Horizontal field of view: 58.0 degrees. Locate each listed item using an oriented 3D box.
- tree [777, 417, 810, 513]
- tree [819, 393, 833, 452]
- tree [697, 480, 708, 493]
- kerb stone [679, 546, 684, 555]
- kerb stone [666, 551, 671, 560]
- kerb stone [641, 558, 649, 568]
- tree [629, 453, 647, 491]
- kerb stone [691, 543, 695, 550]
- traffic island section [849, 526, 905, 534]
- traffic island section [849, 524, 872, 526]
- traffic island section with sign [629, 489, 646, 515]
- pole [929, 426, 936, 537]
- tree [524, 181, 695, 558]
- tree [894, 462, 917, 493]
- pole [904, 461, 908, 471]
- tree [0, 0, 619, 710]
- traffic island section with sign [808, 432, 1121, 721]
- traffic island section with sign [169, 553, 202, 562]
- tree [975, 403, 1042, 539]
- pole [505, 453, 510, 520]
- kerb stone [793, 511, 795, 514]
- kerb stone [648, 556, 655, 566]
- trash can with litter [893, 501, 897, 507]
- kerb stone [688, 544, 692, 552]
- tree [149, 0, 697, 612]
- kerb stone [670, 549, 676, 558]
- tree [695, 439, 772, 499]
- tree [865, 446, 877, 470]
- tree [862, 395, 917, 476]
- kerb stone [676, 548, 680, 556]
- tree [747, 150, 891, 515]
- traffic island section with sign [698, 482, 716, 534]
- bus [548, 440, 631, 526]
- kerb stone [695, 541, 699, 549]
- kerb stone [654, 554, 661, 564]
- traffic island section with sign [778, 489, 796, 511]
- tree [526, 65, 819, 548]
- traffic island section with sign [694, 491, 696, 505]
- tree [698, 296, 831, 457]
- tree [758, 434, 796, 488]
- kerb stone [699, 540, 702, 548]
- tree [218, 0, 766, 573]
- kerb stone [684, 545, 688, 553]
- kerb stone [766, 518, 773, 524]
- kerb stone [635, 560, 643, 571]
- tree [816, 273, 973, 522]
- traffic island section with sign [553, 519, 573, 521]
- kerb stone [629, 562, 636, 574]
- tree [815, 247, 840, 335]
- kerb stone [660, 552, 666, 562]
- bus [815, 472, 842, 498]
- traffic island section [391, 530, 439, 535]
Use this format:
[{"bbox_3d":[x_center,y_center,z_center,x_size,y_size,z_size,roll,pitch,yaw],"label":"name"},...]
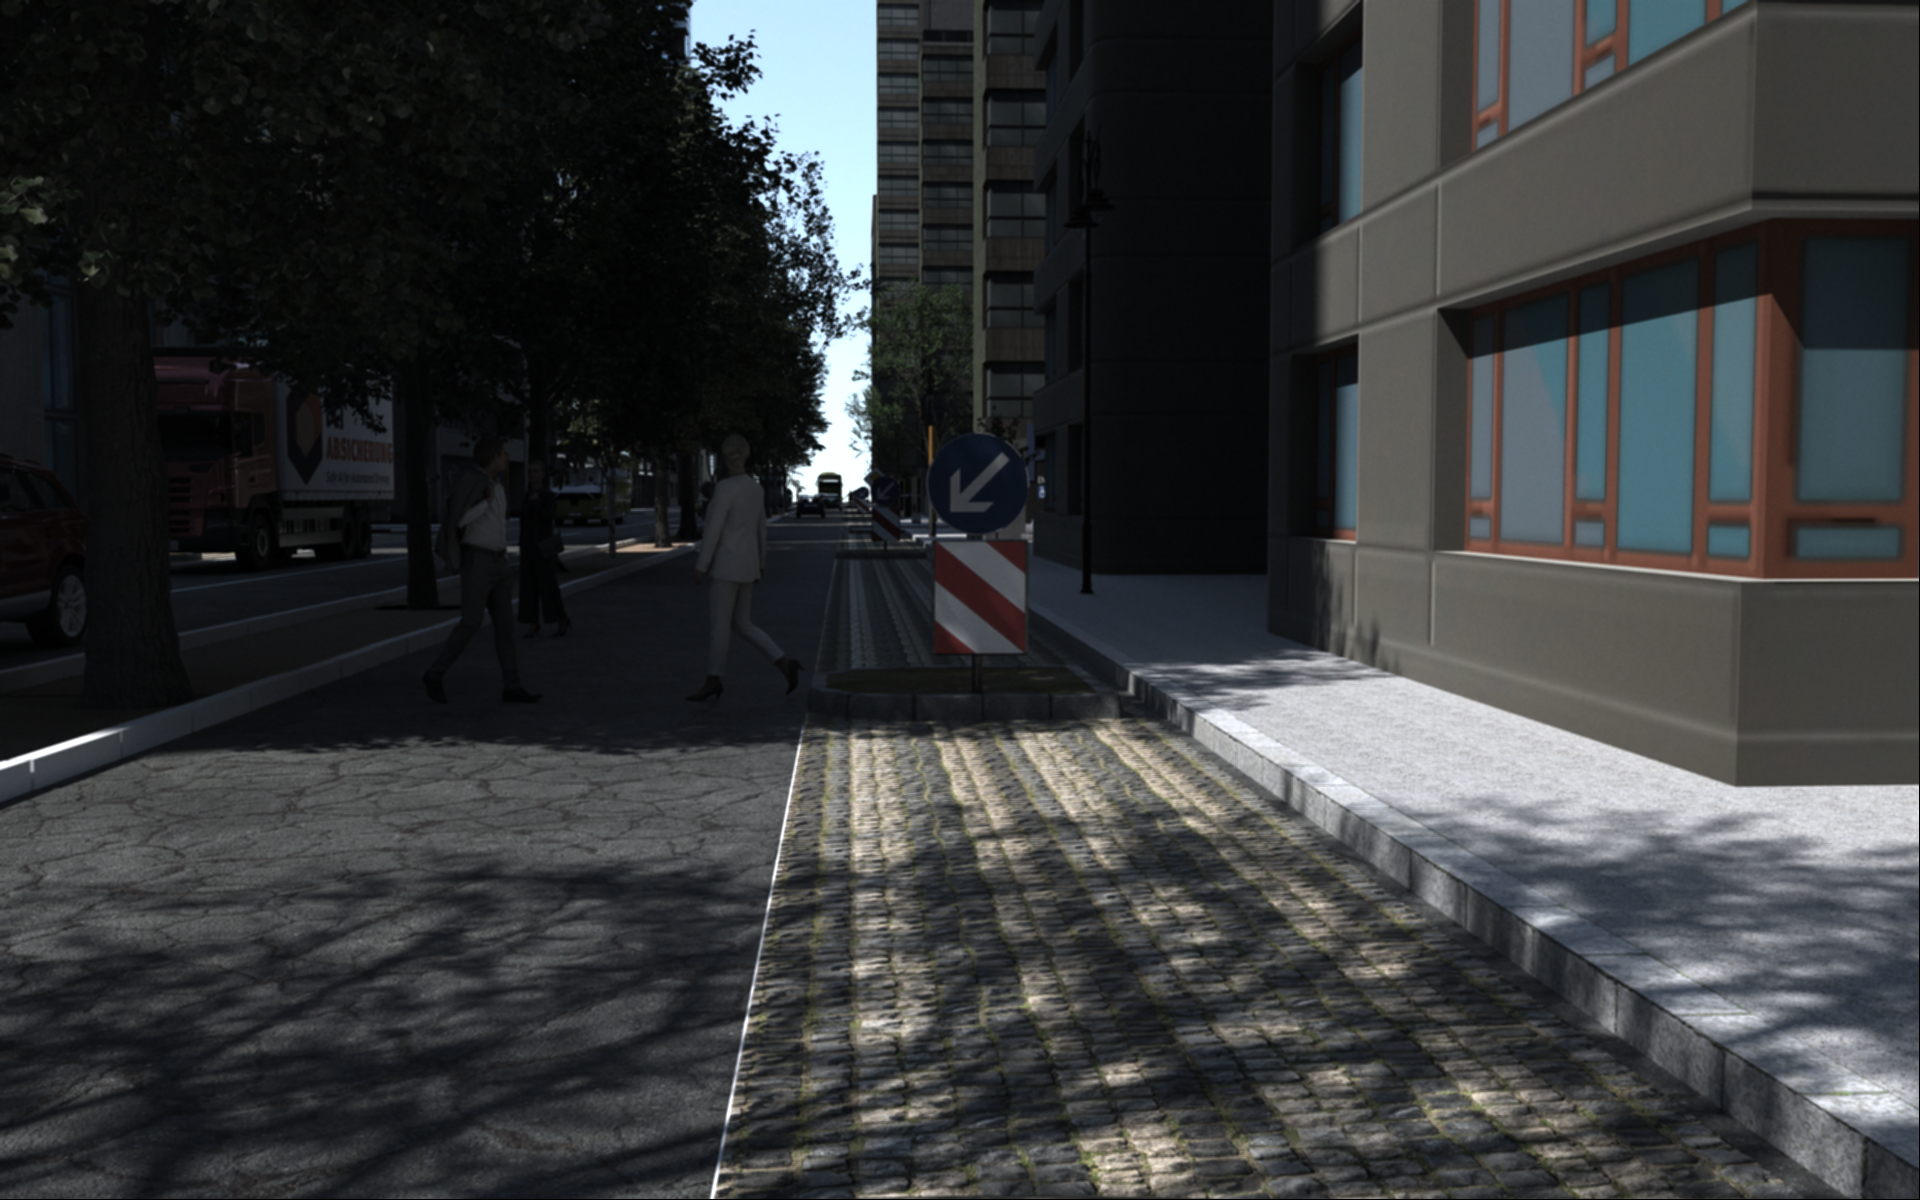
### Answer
[{"bbox_3d":[-14.433,-11.709,144.258,4.360,8.622,3.978,0,3,0],"label":"tree"},{"bbox_3d":[-11.568,-11.255,104.596,7.486,12.596,7.792,0,3,0],"label":"tree"},{"bbox_3d":[-30.558,-13.049,207.960,1.663,3.219,1.824,0,3,0],"label":"tree"},{"bbox_3d":[-6.623,-1.118,40.566,0.120,0.150,1.000,0,4,-4],"label":"kerb stone"},{"bbox_3d":[-6.429,-0.932,37.502,0.120,0.150,1.000,0,4,-4],"label":"kerb stone"},{"bbox_3d":[-6.165,-0.681,33.411,0.120,0.150,1.000,0,4,-4],"label":"kerb stone"},{"bbox_3d":[-27.342,-11.739,142.295,4.360,8.622,3.978,0,3,0],"label":"tree"},{"bbox_3d":[-6.834,-1.311,43.632,0.120,0.150,1.000,0,4,-4],"label":"kerb stone"},{"bbox_3d":[-3.051,-2.516,63.411,2.009,0.180,2.903,0,4,-4],"label":"traffic island section"},{"bbox_3d":[-3.567,-3.003,71.379,2.009,0.180,2.903,0,4,-4],"label":"traffic island section"},{"bbox_3d":[-22.861,-6.818,120.104,1.989,1.847,2.006,0,4,-4],"label":"traffic island section with sign"},{"bbox_3d":[-0.825,-3.549,51.864,0.158,3.312,0.155,0,3,0],"label":"pole"},{"bbox_3d":[-7.805,-5.246,38.595,4.737,8.622,4.395,0,3,0],"label":"tree"},{"bbox_3d":[-3.255,-6.637,103.115,1.663,3.219,1.824,0,3,0],"label":"tree"},{"bbox_3d":[-3.285,-6.839,105.653,0.158,3.312,0.155,0,3,0],"label":"pole"},{"bbox_3d":[-5.544,-6.244,11.195,9.857,13.997,8.962,0,3,0],"label":"tree"},{"bbox_3d":[-0.037,-0.196,11.837,1.989,1.847,2.006,0,4,-4],"label":"traffic island section with sign"},{"bbox_3d":[-17.486,-1.747,37.192,1.989,1.847,2.006,0,4,-4],"label":"traffic island section with sign"},{"bbox_3d":[0.748,-2.607,37.220,1.663,3.219,1.824,0,3,0],"label":"tree"},{"bbox_3d":[-22.273,-5.585,85.156,0.158,3.312,0.155,0,3,0],"label":"pole"},{"bbox_3d":[-11.896,-6.097,121.920,0.120,0.150,1.000,0,4,-4],"label":"kerb stone"},{"bbox_3d":[-6.231,-0.744,34.431,0.120,0.150,1.000,0,4,-4],"label":"kerb stone"},{"bbox_3d":[-4.462,-6.897,124.150,0.624,1.170,1.055,-2,4,-24],"label":"trash can with litter"},{"bbox_3d":[-6.755,-1.249,42.612,0.120,0.150,1.000,0,4,-4],"label":"kerb stone"},{"bbox_3d":[-6.759,-5.686,21.182,9.928,11.665,9.643,0,3,0],"label":"tree"},{"bbox_3d":[-6.493,-0.999,38.523,0.120,0.150,1.000,0,4,-4],"label":"kerb stone"},{"bbox_3d":[-8.839,-6.672,61.901,4.360,8.622,3.978,0,3,0],"label":"tree"},{"bbox_3d":[-10.823,-17.356,234.131,4.360,8.622,3.978,0,3,0],"label":"tree"},{"bbox_3d":[-5.029,-10.882,128.289,4.737,8.622,4.395,0,3,0],"label":"tree"},{"bbox_3d":[-6.556,-1.058,39.545,0.120,0.150,1.000,0,4,-4],"label":"kerb stone"},{"bbox_3d":[-10.323,-14.431,94.294,12.611,20.169,13.585,0,3,0],"label":"tree"},{"bbox_3d":[-9.166,-3.371,63.256,2.006,1.907,1.989,0,4,-4],"label":"traffic island section with sign"},{"bbox_3d":[-17.173,-5.443,80.539,2.896,3.916,12.252,0,4,-5],"label":"bus"},{"bbox_3d":[-6.892,-1.374,44.652,0.120,0.150,1.000,0,4,-4],"label":"kerb stone"},{"bbox_3d":[-6.296,-0.805,35.455,0.120,0.150,1.000,0,4,-4],"label":"kerb stone"},{"bbox_3d":[-14.499,-8.409,145.630,2.006,1.907,1.989,0,4,-4],"label":"traffic island section with sign"},{"bbox_3d":[-7.767,-7.623,45.221,7.486,12.596,7.792,0,3,0],"label":"tree"},{"bbox_3d":[-26.016,-9.799,168.848,1.989,1.847,2.006,0,4,-4],"label":"traffic island section with sign"},{"bbox_3d":[-10.522,-8.939,83.021,8.767,10.594,7.601,0,4,-4],"label":"tree"},{"bbox_3d":[-13.461,-10.542,125.181,4.737,8.622,4.395,0,3,0],"label":"tree"},{"bbox_3d":[-6.956,-1.430,45.678,0.120,0.150,1.000,0,4,-4],"label":"kerb stone"},{"bbox_3d":[-7.606,-6.820,30.967,9.611,12.733,9.660,0,3,0],"label":"tree"},{"bbox_3d":[-6.696,-1.180,41.590,0.120,0.150,1.000,0,4,-4],"label":"kerb stone"},{"bbox_3d":[-9.709,-4.024,88.162,0.120,0.150,1.000,0,4,-4],"label":"kerb stone"},{"bbox_3d":[-6.098,-0.620,32.391,0.120,0.150,1.000,0,4,-4],"label":"kerb stone"},{"bbox_3d":[-1.230,-9.480,80.751,9.928,11.665,9.643,0,3,0],"label":"tree"},{"bbox_3d":[-21.118,-5.173,93.205,1.989,1.847,2.006,0,4,-4],"label":"traffic island section with sign"},{"bbox_3d":[-6.028,-0.561,31.365,0.120,0.150,1.000,0,4,-4],"label":"kerb stone"},{"bbox_3d":[-8.644,-8.271,54.702,9.611,12.733,9.660,0,3,0],"label":"tree"},{"bbox_3d":[-6.354,-0.873,36.476,0.120,0.150,1.000,0,4,-4],"label":"kerb stone"},{"bbox_3d":[-14.588,-12.309,192.798,2.896,3.916,12.252,0,4,-5],"label":"bus"},{"bbox_3d":[-19.109,-2.453,62.380,2.009,0.180,2.903,0,4,-4],"label":"traffic island section"}]
